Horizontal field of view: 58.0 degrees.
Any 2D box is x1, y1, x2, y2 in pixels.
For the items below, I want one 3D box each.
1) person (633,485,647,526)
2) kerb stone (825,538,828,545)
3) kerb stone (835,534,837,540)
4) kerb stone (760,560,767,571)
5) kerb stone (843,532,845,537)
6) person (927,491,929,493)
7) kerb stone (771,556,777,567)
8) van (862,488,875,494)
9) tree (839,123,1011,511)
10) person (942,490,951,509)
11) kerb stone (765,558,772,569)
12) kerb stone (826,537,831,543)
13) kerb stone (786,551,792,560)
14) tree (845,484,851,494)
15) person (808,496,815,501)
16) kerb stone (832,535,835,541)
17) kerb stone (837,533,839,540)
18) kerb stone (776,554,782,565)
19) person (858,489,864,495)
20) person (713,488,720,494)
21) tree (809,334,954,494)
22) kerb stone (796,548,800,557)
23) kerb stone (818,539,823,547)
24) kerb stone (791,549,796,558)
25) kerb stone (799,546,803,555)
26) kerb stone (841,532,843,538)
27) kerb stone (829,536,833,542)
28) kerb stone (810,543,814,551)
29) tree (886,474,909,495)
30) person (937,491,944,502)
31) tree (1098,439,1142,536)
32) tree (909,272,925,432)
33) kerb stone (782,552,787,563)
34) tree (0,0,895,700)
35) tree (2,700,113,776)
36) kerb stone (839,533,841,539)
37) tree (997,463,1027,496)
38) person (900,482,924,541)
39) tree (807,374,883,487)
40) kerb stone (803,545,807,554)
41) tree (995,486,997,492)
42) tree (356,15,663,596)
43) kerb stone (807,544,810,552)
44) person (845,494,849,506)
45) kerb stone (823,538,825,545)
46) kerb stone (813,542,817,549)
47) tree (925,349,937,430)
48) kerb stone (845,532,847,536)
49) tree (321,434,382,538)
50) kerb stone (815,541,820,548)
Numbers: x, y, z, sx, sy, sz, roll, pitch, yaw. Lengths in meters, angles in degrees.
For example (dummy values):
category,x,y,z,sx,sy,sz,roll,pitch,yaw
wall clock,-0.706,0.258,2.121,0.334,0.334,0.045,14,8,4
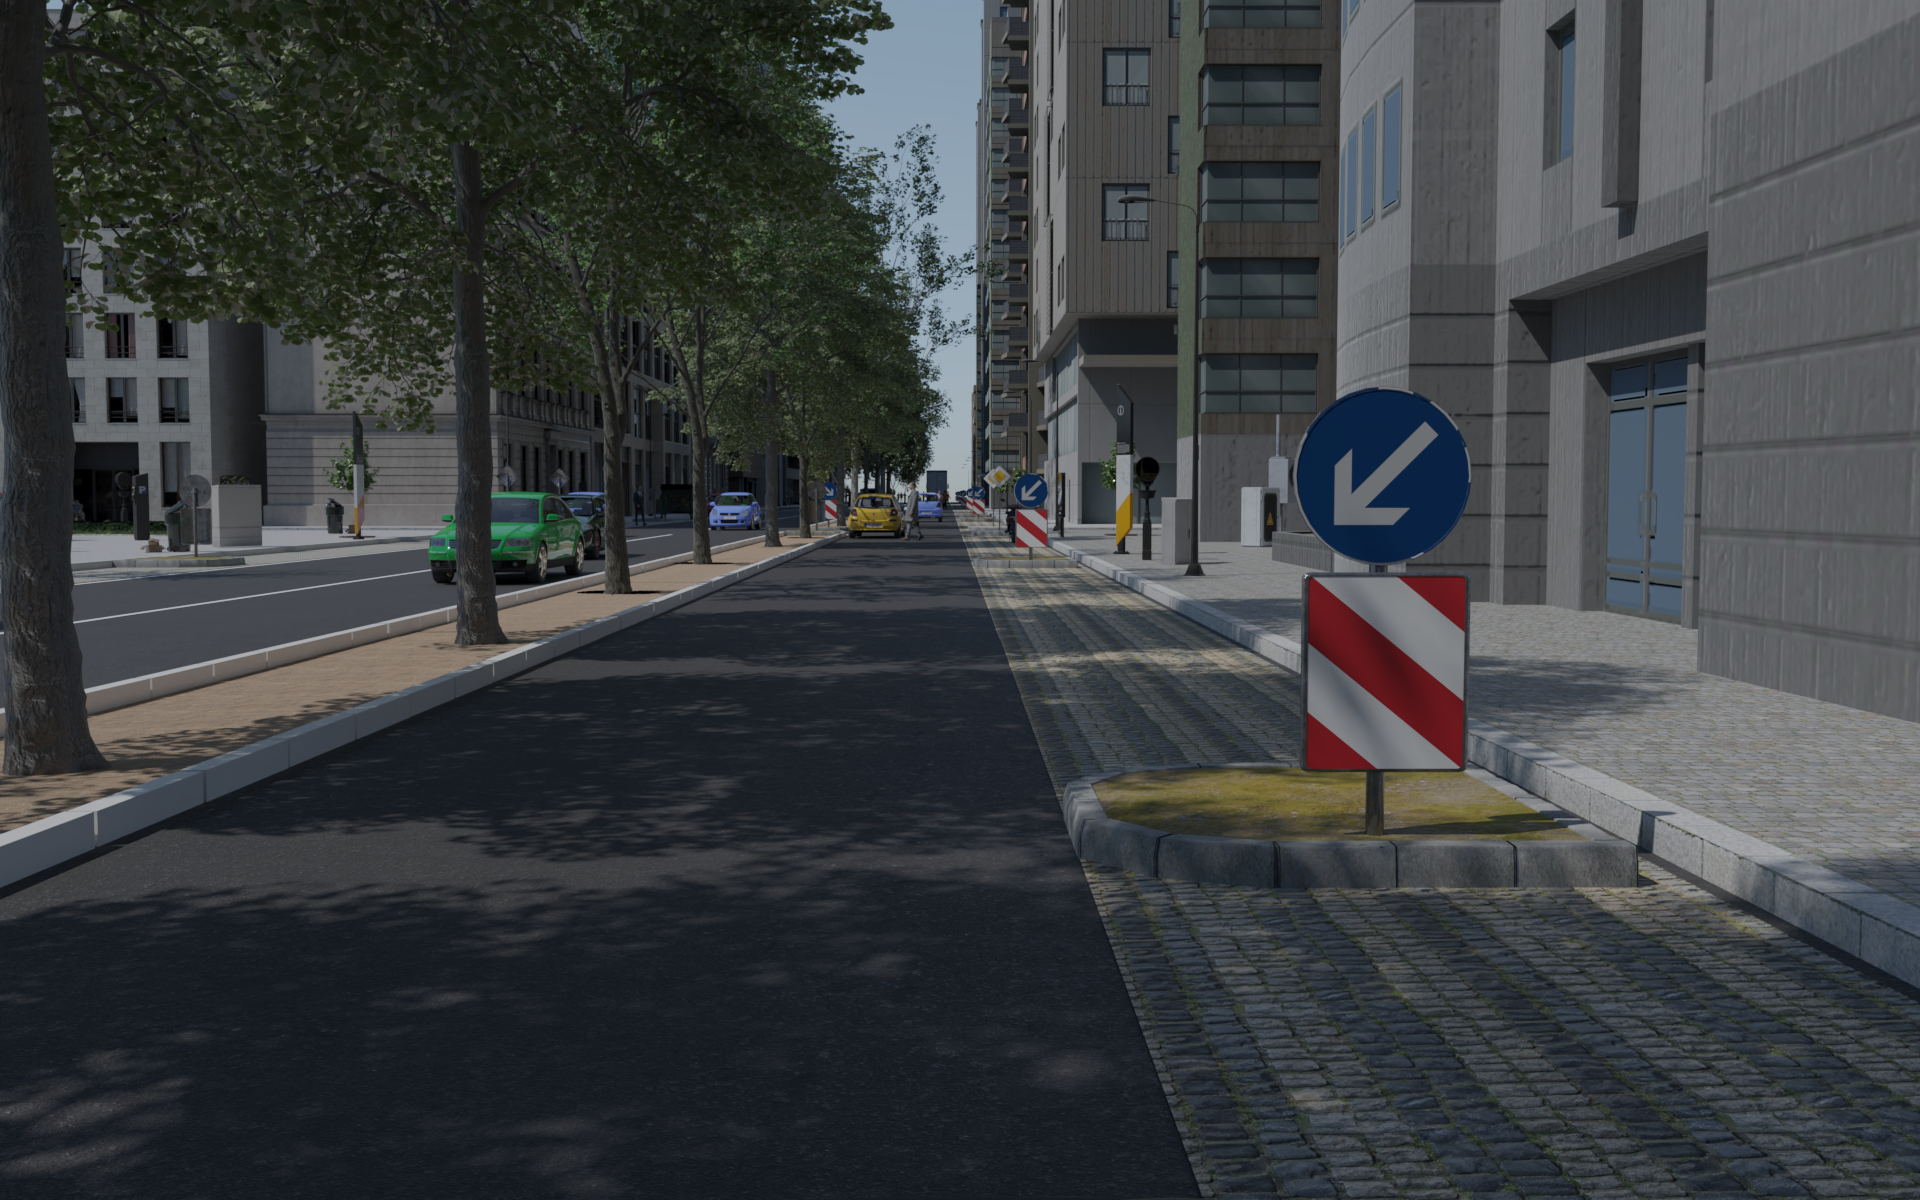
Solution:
category,x,y,z,sx,sy,sz,roll,pitch,yaw
person,-14.492,-4.297,78.534,0.659,1.850,0.755,-3,5,-40
kerb stone,-3.877,-1.605,48.520,0.120,0.150,1.000,0,4,0
kerb stone,-3.899,-1.861,52.615,0.120,0.150,1.000,0,4,0
kerb stone,-3.741,-0.605,32.132,0.120,0.150,1.000,0,4,0
kerb stone,-3.931,-2.106,56.706,0.120,0.150,1.000,0,4,0
person,-3.105,-9.875,170.500,0.434,1.755,0.990,1,4,21
kerb stone,-3.762,-0.733,34.177,0.120,0.150,1.000,0,4,0
van,-8.352,-9.713,163.192,2.240,2.365,5.245,0,4,0
tree,-4.176,-14.018,87.532,12.611,20.169,13.585,0,3,0
person,-1.492,-9.903,170.502,1.348,1.812,0.705,-1,4,-17
kerb stone,-3.752,-0.668,33.155,0.120,0.150,1.000,0,4,0
kerb stone,-3.870,-1.669,49.548,0.120,0.150,1.000,0,4,0
kerb stone,-3.781,-0.917,37.264,0.120,0.150,1.000,0,4,0
tree,-19.541,-18.664,299.760,1.663,3.219,1.824,0,3,0
person,-12.331,-8.307,145.028,1.217,1.736,0.721,-1,4,-10
kerb stone,-3.888,-1.797,51.592,0.120,0.150,1.000,0,4,0
kerb stone,-3.911,-1.920,53.637,0.120,0.150,1.000,0,4,0
kerb stone,-3.770,-0.796,35.203,0.120,0.150,1.000,0,4,0
person,-6.968,-6.889,121.257,0.709,1.813,0.853,1,4,9
person,-15.915,-6.413,113.319,0.580,1.828,0.573,1,4,14
tree,-5.198,-11.589,108.952,9.611,12.733,9.660,0,3,0
kerb stone,-3.801,-1.040,39.319,0.120,0.150,1.000,0,4,0
kerb stone,-3.846,-1.485,46.476,0.120,0.150,1.000,0,4,0
kerb stone,-3.786,-0.984,38.291,0.120,0.150,1.000,0,4,0
kerb stone,-3.810,-1.110,40.341,0.120,0.150,1.000,0,4,0
kerb stone,-3.923,-2.048,55.684,0.120,0.150,1.000,0,4,0
kerb stone,-3.887,-1.731,50.570,0.120,0.150,1.000,0,4,0
kerb stone,-3.834,-1.293,43.408,0.120,0.150,1.000,0,4,0
tree,-5.427,-11.523,141.213,4.360,8.622,3.978,0,3,0
person,-1.775,-8.463,147.803,0.756,1.711,0.436,0,4,-3
tree,5.105,-3.599,53.438,1.663,3.219,1.824,0,3,0
tree,-4.962,-7.673,46.034,7.486,12.596,7.792,0,3,0
kerb stone,-3.773,-0.859,36.235,0.120,0.150,1.000,0,4,0
tree,-4.487,-5.819,15.727,7.486,12.596,7.792,0,3,0
tree,-4.601,-5.356,8.154,7.486,12.596,7.792,0,3,0
kerb stone,-3.914,-1.986,54.661,0.120,0.150,1.000,0,4,0
tree,3.536,-6.799,105.763,1.663,3.219,1.824,0,3,0
person,-1.484,-2.734,53.300,0.767,1.812,0.694,0,4,-3
tree,-5.366,-7.666,78.153,4.737,8.622,4.395,0,3,0
kerb stone,-3.814,-1.172,41.363,0.120,0.150,1.000,0,4,0
tree,3.572,-9.185,144.777,1.663,3.219,1.824,0,3,0
tree,-5.003,-5.892,24.542,9.928,11.665,9.643,0,3,0
kerb stone,-3.828,-1.235,42.386,0.120,0.150,1.000,0,4,0
person,-12.999,-11.906,203.982,1.217,1.723,0.721,-1,4,-20
kerb stone,-3.860,-1.548,47.498,0.120,0.150,1.000,0,4,0
kerb stone,-3.838,-1.360,44.430,0.120,0.150,1.000,0,4,0
tree,-4.865,-9.251,71.837,7.486,12.596,7.792,0,3,0
kerb stone,-3.936,-2.163,57.739,0.120,0.150,1.000,0,4,0
tree,-17.699,-3.451,51.030,1.663,3.219,1.824,0,3,0
kerb stone,-3.843,-1.420,45.454,0.120,0.150,1.000,0,4,0
